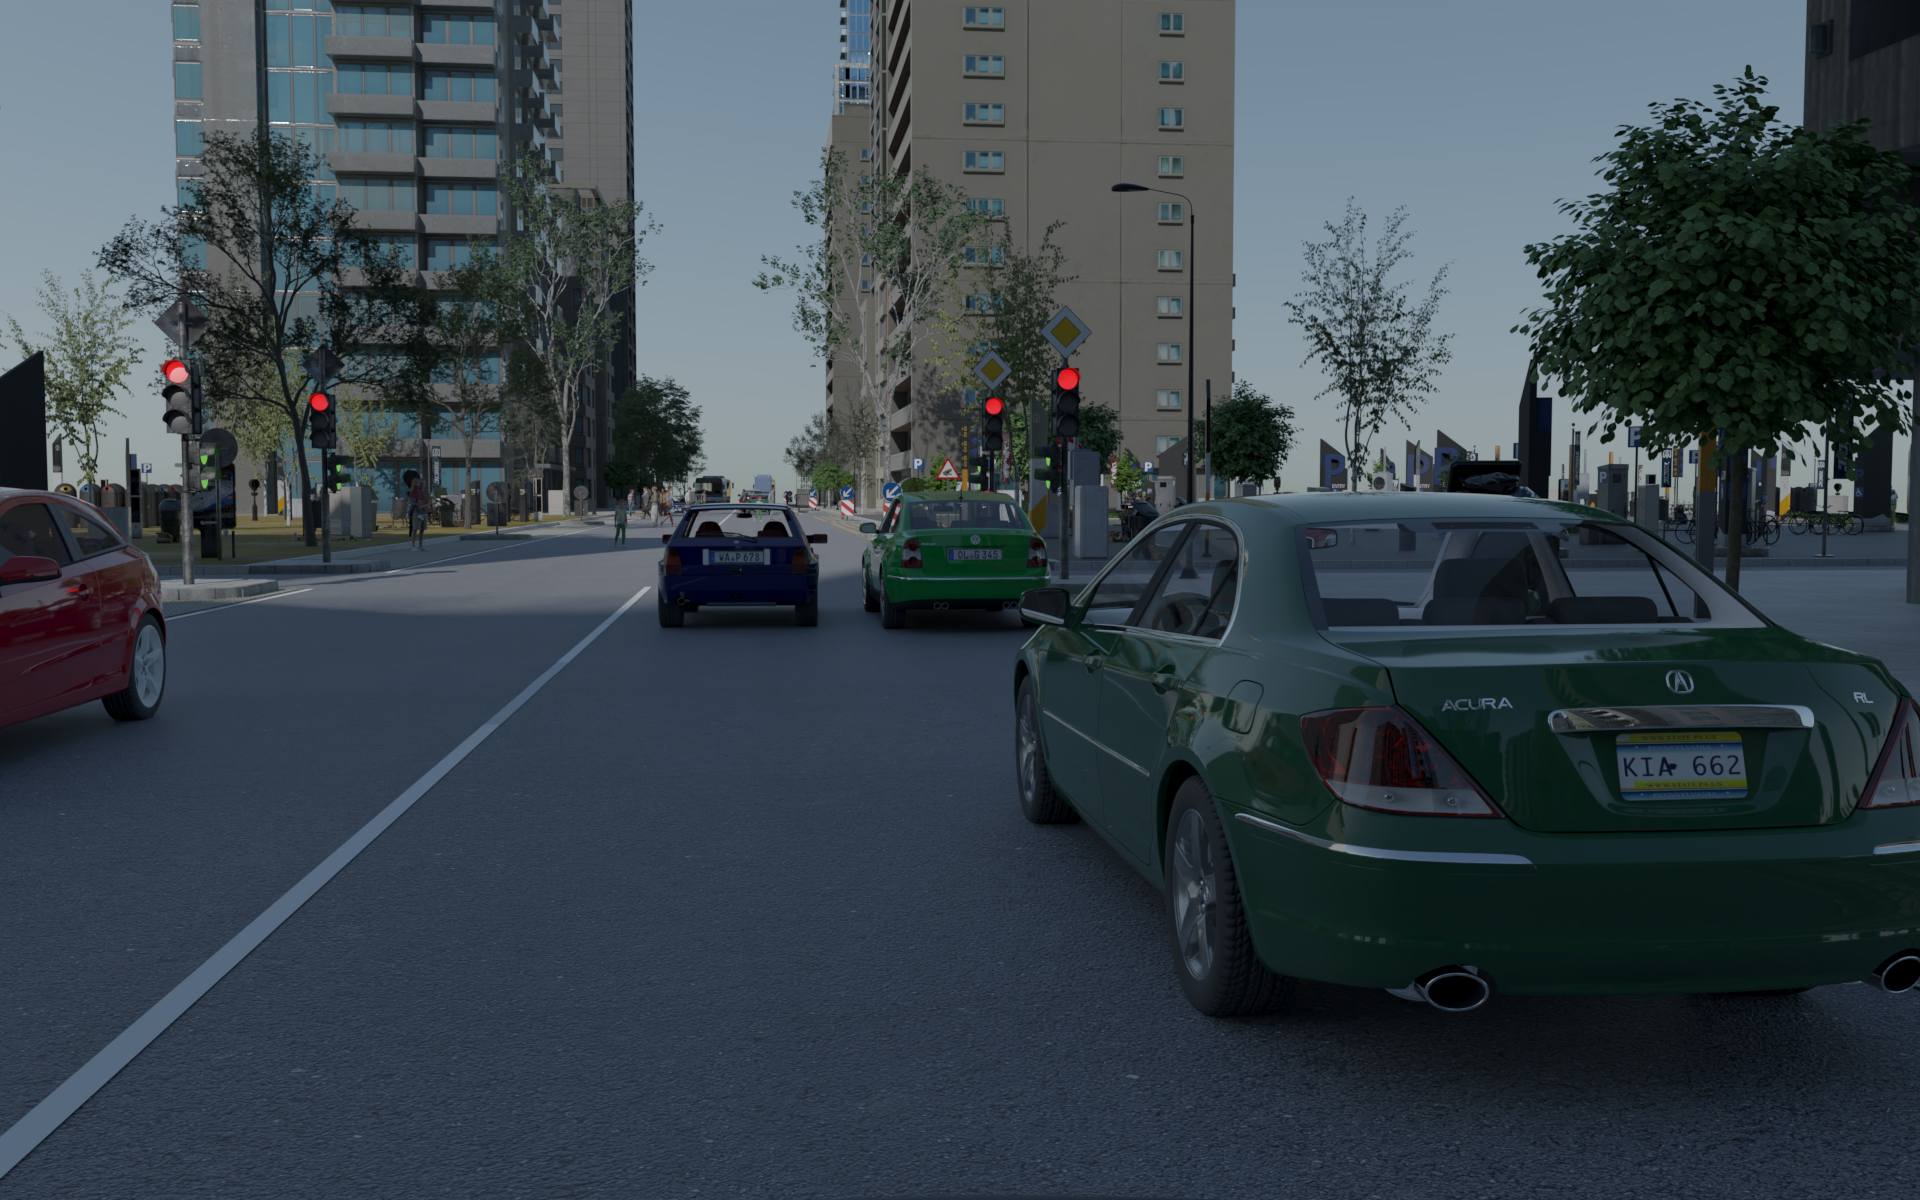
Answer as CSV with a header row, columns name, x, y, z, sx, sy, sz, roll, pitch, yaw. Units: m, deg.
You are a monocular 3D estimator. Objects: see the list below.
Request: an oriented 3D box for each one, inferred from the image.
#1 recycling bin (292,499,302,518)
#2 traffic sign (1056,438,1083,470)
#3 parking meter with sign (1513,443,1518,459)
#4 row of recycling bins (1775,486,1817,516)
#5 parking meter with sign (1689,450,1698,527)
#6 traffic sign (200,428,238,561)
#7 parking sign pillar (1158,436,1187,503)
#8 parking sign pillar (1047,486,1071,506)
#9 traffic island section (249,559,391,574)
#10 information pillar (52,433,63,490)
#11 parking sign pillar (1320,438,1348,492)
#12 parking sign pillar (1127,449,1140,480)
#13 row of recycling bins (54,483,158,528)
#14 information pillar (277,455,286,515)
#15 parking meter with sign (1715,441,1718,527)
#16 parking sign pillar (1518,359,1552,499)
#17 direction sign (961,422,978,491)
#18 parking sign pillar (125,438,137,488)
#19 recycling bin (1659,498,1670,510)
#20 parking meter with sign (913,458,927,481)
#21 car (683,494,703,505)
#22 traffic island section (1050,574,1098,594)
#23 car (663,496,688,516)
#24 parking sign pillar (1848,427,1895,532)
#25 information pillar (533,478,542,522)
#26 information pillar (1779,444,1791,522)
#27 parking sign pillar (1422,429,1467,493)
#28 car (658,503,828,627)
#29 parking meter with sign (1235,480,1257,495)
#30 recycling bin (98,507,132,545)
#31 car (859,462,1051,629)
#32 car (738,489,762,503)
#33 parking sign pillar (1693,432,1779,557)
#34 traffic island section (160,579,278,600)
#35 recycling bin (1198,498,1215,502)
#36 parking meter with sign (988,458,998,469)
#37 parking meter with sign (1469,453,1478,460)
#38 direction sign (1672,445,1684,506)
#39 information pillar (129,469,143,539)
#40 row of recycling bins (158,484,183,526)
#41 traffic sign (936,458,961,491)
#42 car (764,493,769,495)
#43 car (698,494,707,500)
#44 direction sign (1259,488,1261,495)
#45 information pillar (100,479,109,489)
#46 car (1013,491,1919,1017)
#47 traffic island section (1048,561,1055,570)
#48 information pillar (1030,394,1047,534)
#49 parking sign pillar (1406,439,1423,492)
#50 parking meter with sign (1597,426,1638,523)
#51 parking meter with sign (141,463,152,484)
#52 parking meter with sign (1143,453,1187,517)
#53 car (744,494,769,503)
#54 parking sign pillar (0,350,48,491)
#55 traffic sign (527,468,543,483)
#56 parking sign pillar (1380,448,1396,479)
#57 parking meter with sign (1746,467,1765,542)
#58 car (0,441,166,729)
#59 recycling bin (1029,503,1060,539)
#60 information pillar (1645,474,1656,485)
name,x,y,z,sx,sy,sz,roll,pitch,yaw
recycling bin,-35.377,-4.872,92.205,0.722,1.027,0.722,-2,4,-27
traffic sign,2.372,-2.357,38.636,0.768,2.556,0.104,0,4,2
parking meter with sign,18.770,-3.777,58.016,0.543,3.016,1.738,1,4,19
row of recycling bins,45.931,-5.412,95.596,1.069,1.692,3.534,-1,4,-11
parking meter with sign,29.024,-4.361,67.563,0.543,3.016,1.738,0,4,1
traffic sign,-14.290,-2.034,33.366,0.768,2.556,0.104,0,4,-3
parking sign pillar,9.841,-5.608,80.164,1.447,3.967,1.447,0,4,2
parking sign pillar,5.561,-6.635,96.948,1.447,3.967,1.447,-1,4,-14
traffic island section,-11.907,-0.626,32.516,2.009,0.180,2.903,0,4,-7
information pillar,-34.838,-4.622,66.920,0.504,3.616,0.183,2,4,27
parking sign pillar,18.133,-5.845,84.037,1.447,3.967,1.447,-1,4,-15
parking sign pillar,10.158,-6.980,102.602,1.447,3.967,1.447,-2,4,-27
row of recycling bins,-32.307,-3.552,65.182,3.534,1.692,1.069,0,4,2
information pillar,-40.891,-6.915,104.420,0.504,3.616,0.183,-3,5,-40
parking meter with sign,25.831,-3.744,57.470,1.738,3.016,0.543,-1,4,-13
parking sign pillar,11.674,-2.862,35.258,1.447,3.967,1.447,1,4,9
direction sign,0.295,-3.837,54.724,0.379,3.537,0.876,-2,4,-34
parking sign pillar,-40.051,-5.824,83.691,1.447,3.967,1.447,-2,4,-28
recycling bin,40.639,-5.373,100.398,0.722,1.027,0.722,-3,5,-43
parking meter with sign,-1.700,-5.431,85.059,0.543,3.016,1.738,1,4,23
car,-22.075,-7.968,142.067,2.131,1.459,4.920,0,4,-6
traffic island section,1.591,-0.232,26.070,2.009,0.180,2.903,0,4,-7
car,-18.448,-6.141,112.990,1.945,1.354,3.894,0,4,-8
parking sign pillar,31.062,-4.308,58.914,1.447,3.967,1.447,-1,4,-22
information pillar,-19.520,-4.624,80.101,0.304,2.012,0.304,-2,4,-35
information pillar,38.367,-5.454,80.524,0.183,3.616,0.504,-2,4,-25
parking sign pillar,20.271,-5.091,71.716,1.447,3.967,1.447,3,5,45
car,-2.500,-0.455,20.025,1.945,1.354,3.894,0,4,-5
parking meter with sign,14.413,-5.500,86.178,1.738,3.016,0.543,-1,4,-22
recycling bin,-16.564,-1.296,33.745,0.722,1.027,0.722,-1,4,-21
car,-0.133,-0.676,19.855,1.959,1.807,4.718,0,4,-7
car,-17.557,-8.393,145.903,2.281,1.827,5.304,-1,4,-9
parking sign pillar,16.072,-2.906,35.983,1.447,3.967,1.447,1,4,18
traffic island section,-10.963,-0.141,24.586,2.009,0.180,2.903,0,4,-7
recycling bin,14.819,-5.602,104.153,0.722,1.027,0.722,-2,4,-31
parking meter with sign,1.019,-5.229,81.757,0.543,3.016,1.738,3,5,43
parking meter with sign,20.987,-4.712,73.304,1.738,3.016,0.543,-1,4,-15
direction sign,33.538,-5.441,80.959,0.876,3.537,0.379,-3,4,-38
information pillar,-23.741,-2.776,49.884,0.304,2.012,0.304,-1,4,-22
row of recycling bins,-32.309,-3.840,69.902,1.069,1.692,3.534,0,4,1
traffic sign,-0.422,-3.755,61.399,0.884,2.594,0.081,0,4,1
car,-24.020,-12.459,212.745,2.155,1.783,4.494,0,4,-7
car,-22.648,-8.307,147.611,2.131,1.459,4.920,-1,4,-9
direction sign,9.855,-3.969,56.886,0.379,3.537,0.876,1,4,20
information pillar,-42.186,-4.950,85.430,0.304,2.012,0.304,0,4,-8
car,1.361,0.338,6.272,2.131,1.459,4.920,0,4,-7
traffic island section,0.647,-0.717,33.999,2.009,0.180,2.903,0,4,-7
information pillar,1.830,-3.017,40.682,0.504,3.616,0.183,-3,4,-39
parking sign pillar,22.481,-5.891,84.788,1.447,3.967,1.447,1,4,14
parking meter with sign,16.591,-2.925,44.092,1.738,3.016,0.543,-2,4,-24
parking meter with sign,-46.871,-6.291,99.117,1.738,3.016,0.543,3,5,42
parking meter with sign,8.733,-4.712,73.304,1.738,3.016,0.543,2,4,27
car,-13.769,-6.555,118.969,2.131,1.459,4.920,0,4,-8
parking sign pillar,-17.624,-2.665,32.051,1.447,3.967,1.447,2,4,28
traffic sign,-20.435,-5.092,83.364,0.768,2.556,0.104,0,4,-2
parking sign pillar,25.287,-6.966,102.368,1.447,3.967,1.447,3,5,39
parking meter with sign,21.266,-3.093,46.823,0.543,3.016,1.738,2,4,33
car,-5.863,-0.027,9.481,2.155,1.783,4.494,0,4,-7
recycling bin,2.453,-2.309,50.311,0.722,1.027,0.722,-1,4,-21
information pillar,25.500,-3.639,63.989,0.304,2.012,0.304,0,4,5
